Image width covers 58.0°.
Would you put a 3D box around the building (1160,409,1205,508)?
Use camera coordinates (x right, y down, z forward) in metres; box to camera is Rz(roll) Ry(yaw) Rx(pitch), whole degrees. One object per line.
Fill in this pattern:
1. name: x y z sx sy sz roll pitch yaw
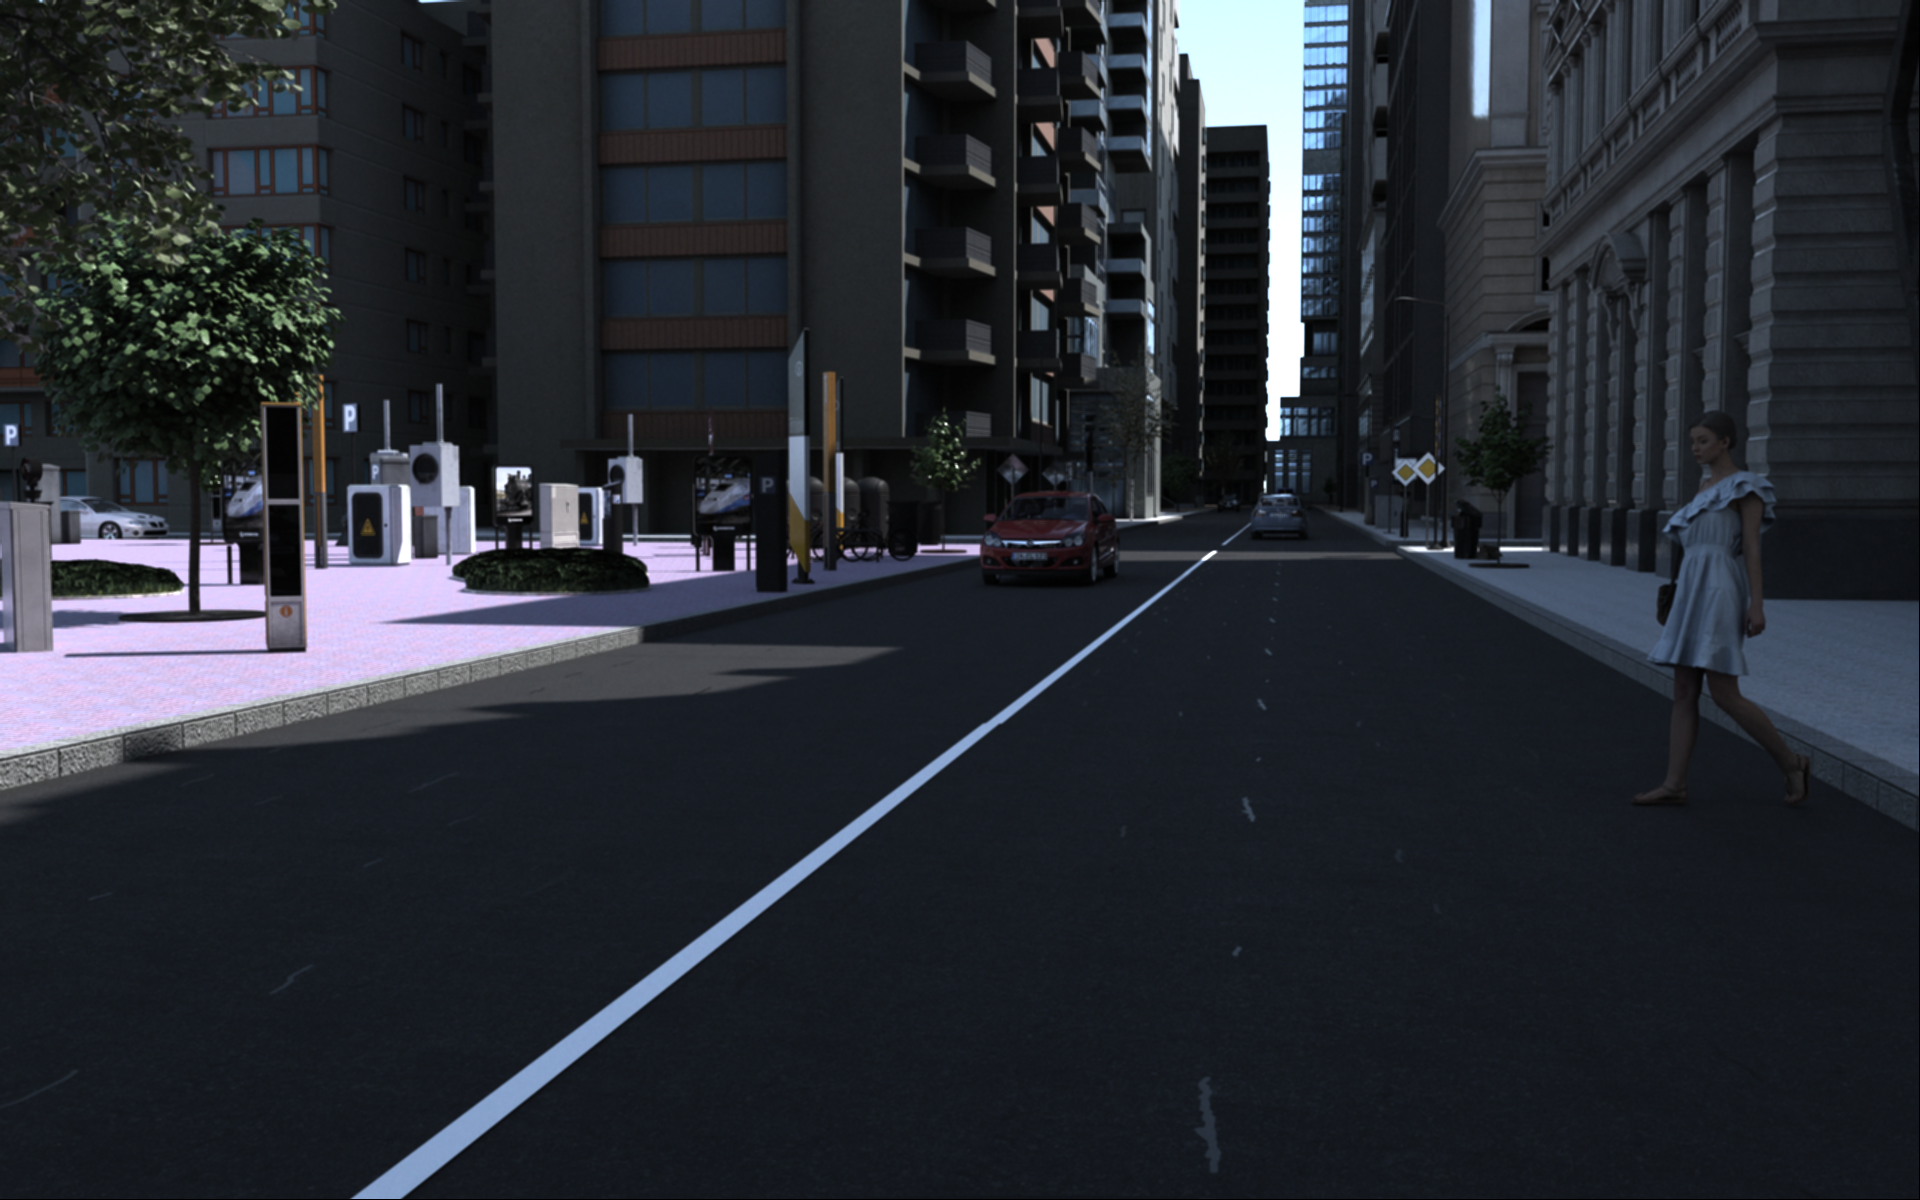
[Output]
1. building: 7.073 -29.018 166.318 32.217 40.220 23.993 1 4 11

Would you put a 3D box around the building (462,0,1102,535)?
1. building: -6.347 -25.208 66.771 22.147 44.769 28.867 1 4 11

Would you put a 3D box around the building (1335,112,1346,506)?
1. building: 48.039 -30.821 187.509 14.154 41.232 14.086 1 4 11

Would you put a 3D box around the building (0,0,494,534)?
1. building: -32.161 -13.869 71.791 28.899 21.520 27.650 1 4 11

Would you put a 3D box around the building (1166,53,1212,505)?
1. building: 15.746 -34.639 190.048 21.600 48.544 21.300 1 4 11

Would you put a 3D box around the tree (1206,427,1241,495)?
1. tree: 28.948 -14.723 191.075 4.737 8.622 4.395 0 3 0

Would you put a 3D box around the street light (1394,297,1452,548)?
1. street light: 10.955 -4.186 40.978 1.470 5.913 1.316 1 4 11

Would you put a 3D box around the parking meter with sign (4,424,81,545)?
1. parking meter with sign: -23.244 -2.917 43.958 0.543 3.016 1.738 2 4 25

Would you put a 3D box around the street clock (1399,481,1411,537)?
1. street clock: 13.207 -2.867 51.443 0.358 2.002 0.471 0 4 -8

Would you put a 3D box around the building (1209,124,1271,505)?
1. building: 28.054 -36.398 218.812 21.600 48.544 21.300 1 4 11

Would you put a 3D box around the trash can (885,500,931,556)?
1. trash can: -1.189 -1.492 36.046 0.748 1.137 0.748 0 3 0

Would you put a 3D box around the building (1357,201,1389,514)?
1. building: 31.102 -16.115 112.630 9.793 20.994 18.267 1 4 11

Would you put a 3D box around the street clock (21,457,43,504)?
1. street clock: -18.203 -1.800 34.006 0.471 2.002 0.358 3 5 40

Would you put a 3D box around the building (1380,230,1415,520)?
1. building: 28.657 -14.034 94.076 10.561 19.102 19.286 1 4 11

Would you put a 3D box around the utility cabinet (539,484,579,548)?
1. utility cabinet: -8.574 -1.740 37.130 0.318 1.500 1.173 1 4 16

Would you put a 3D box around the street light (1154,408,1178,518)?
1. street light: 11.046 -7.399 93.518 1.470 5.913 1.316 1 4 11

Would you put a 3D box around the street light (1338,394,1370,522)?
1. street light: 18.327 -6.577 80.068 1.470 5.913 1.316 1 4 11

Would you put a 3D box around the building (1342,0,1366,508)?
1. building: 47.391 -38.098 164.905 21.231 58.520 28.212 1 4 11

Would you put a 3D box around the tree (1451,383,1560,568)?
1. tree: 9.367 -2.192 30.436 1.663 3.219 1.824 0 3 0

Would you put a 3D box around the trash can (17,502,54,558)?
1. trash can: -17.218 -1.254 32.156 0.748 1.137 0.748 0 3 0

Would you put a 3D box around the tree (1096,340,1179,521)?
1. tree: 8.391 -8.152 83.650 4.360 8.622 3.978 0 3 0

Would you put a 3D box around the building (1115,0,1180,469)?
1. building: 3.536 -33.706 140.335 28.713 52.752 27.495 1 4 11

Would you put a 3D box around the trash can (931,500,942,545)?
1. trash can: -0.774 -1.956 43.642 0.748 1.137 0.748 0 3 0

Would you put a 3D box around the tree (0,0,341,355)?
1. tree: -7.170 -5.550 8.862 7.486 12.596 7.792 0 3 0

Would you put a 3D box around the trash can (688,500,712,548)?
1. trash can: -6.158 -1.830 41.578 0.748 1.137 0.748 0 3 0

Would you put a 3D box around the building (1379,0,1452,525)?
1. building: 25.577 -17.058 72.399 14.314 27.812 24.014 1 4 11

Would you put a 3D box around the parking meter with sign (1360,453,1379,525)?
1. parking meter with sign: 17.104 -4.632 71.999 0.543 3.016 1.738 0 4 -1

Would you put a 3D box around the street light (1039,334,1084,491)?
1. street light: 2.896 -4.769 50.514 1.470 5.913 1.316 1 4 11

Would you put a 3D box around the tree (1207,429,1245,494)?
1. tree: 30.289 -15.117 197.516 4.360 8.622 3.978 0 3 0

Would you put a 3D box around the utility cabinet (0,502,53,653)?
1. utility cabinet: -7.797 -0.202 14.468 0.306 1.237 1.020 -2 4 -33

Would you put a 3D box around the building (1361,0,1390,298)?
1. building: 46.137 -33.504 137.023 28.713 52.752 27.495 1 4 11

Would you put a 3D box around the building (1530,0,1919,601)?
1. building: 16.163 -12.213 28.562 11.050 23.489 19.941 1 4 11

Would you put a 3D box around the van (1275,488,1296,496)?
1. van: 35.221 -11.199 187.489 2.240 2.365 5.245 1 4 10

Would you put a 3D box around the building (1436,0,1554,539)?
1. building: 25.421 -16.323 52.783 20.117 28.700 13.634 1 4 11

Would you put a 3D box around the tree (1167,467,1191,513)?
1. tree: 15.350 -7.692 120.362 1.663 3.219 1.824 0 3 0

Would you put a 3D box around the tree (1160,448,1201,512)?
1. tree: 15.438 -8.543 123.385 4.285 4.588 4.351 0 3 0

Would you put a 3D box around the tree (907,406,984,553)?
1. tree: -0.245 -2.651 37.951 1.663 3.219 1.824 0 3 0

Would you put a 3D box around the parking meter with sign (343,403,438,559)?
1. parking meter with sign: -11.171 -2.314 34.092 0.543 3.016 1.738 3 5 42

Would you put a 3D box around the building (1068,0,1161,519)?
1. building: 1.314 -48.313 102.584 22.319 86.520 31.000 1 4 11

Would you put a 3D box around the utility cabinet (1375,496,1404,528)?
1. utility cabinet: 16.069 -3.282 64.822 1.020 1.237 0.306 -1 4 -9

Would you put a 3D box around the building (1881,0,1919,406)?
1. building: 15.385 -8.730 10.184 16.820 18.784 16.811 1 4 11

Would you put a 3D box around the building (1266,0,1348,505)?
1. building: 53.988 -55.082 213.257 31.000 86.520 22.319 1 4 11
